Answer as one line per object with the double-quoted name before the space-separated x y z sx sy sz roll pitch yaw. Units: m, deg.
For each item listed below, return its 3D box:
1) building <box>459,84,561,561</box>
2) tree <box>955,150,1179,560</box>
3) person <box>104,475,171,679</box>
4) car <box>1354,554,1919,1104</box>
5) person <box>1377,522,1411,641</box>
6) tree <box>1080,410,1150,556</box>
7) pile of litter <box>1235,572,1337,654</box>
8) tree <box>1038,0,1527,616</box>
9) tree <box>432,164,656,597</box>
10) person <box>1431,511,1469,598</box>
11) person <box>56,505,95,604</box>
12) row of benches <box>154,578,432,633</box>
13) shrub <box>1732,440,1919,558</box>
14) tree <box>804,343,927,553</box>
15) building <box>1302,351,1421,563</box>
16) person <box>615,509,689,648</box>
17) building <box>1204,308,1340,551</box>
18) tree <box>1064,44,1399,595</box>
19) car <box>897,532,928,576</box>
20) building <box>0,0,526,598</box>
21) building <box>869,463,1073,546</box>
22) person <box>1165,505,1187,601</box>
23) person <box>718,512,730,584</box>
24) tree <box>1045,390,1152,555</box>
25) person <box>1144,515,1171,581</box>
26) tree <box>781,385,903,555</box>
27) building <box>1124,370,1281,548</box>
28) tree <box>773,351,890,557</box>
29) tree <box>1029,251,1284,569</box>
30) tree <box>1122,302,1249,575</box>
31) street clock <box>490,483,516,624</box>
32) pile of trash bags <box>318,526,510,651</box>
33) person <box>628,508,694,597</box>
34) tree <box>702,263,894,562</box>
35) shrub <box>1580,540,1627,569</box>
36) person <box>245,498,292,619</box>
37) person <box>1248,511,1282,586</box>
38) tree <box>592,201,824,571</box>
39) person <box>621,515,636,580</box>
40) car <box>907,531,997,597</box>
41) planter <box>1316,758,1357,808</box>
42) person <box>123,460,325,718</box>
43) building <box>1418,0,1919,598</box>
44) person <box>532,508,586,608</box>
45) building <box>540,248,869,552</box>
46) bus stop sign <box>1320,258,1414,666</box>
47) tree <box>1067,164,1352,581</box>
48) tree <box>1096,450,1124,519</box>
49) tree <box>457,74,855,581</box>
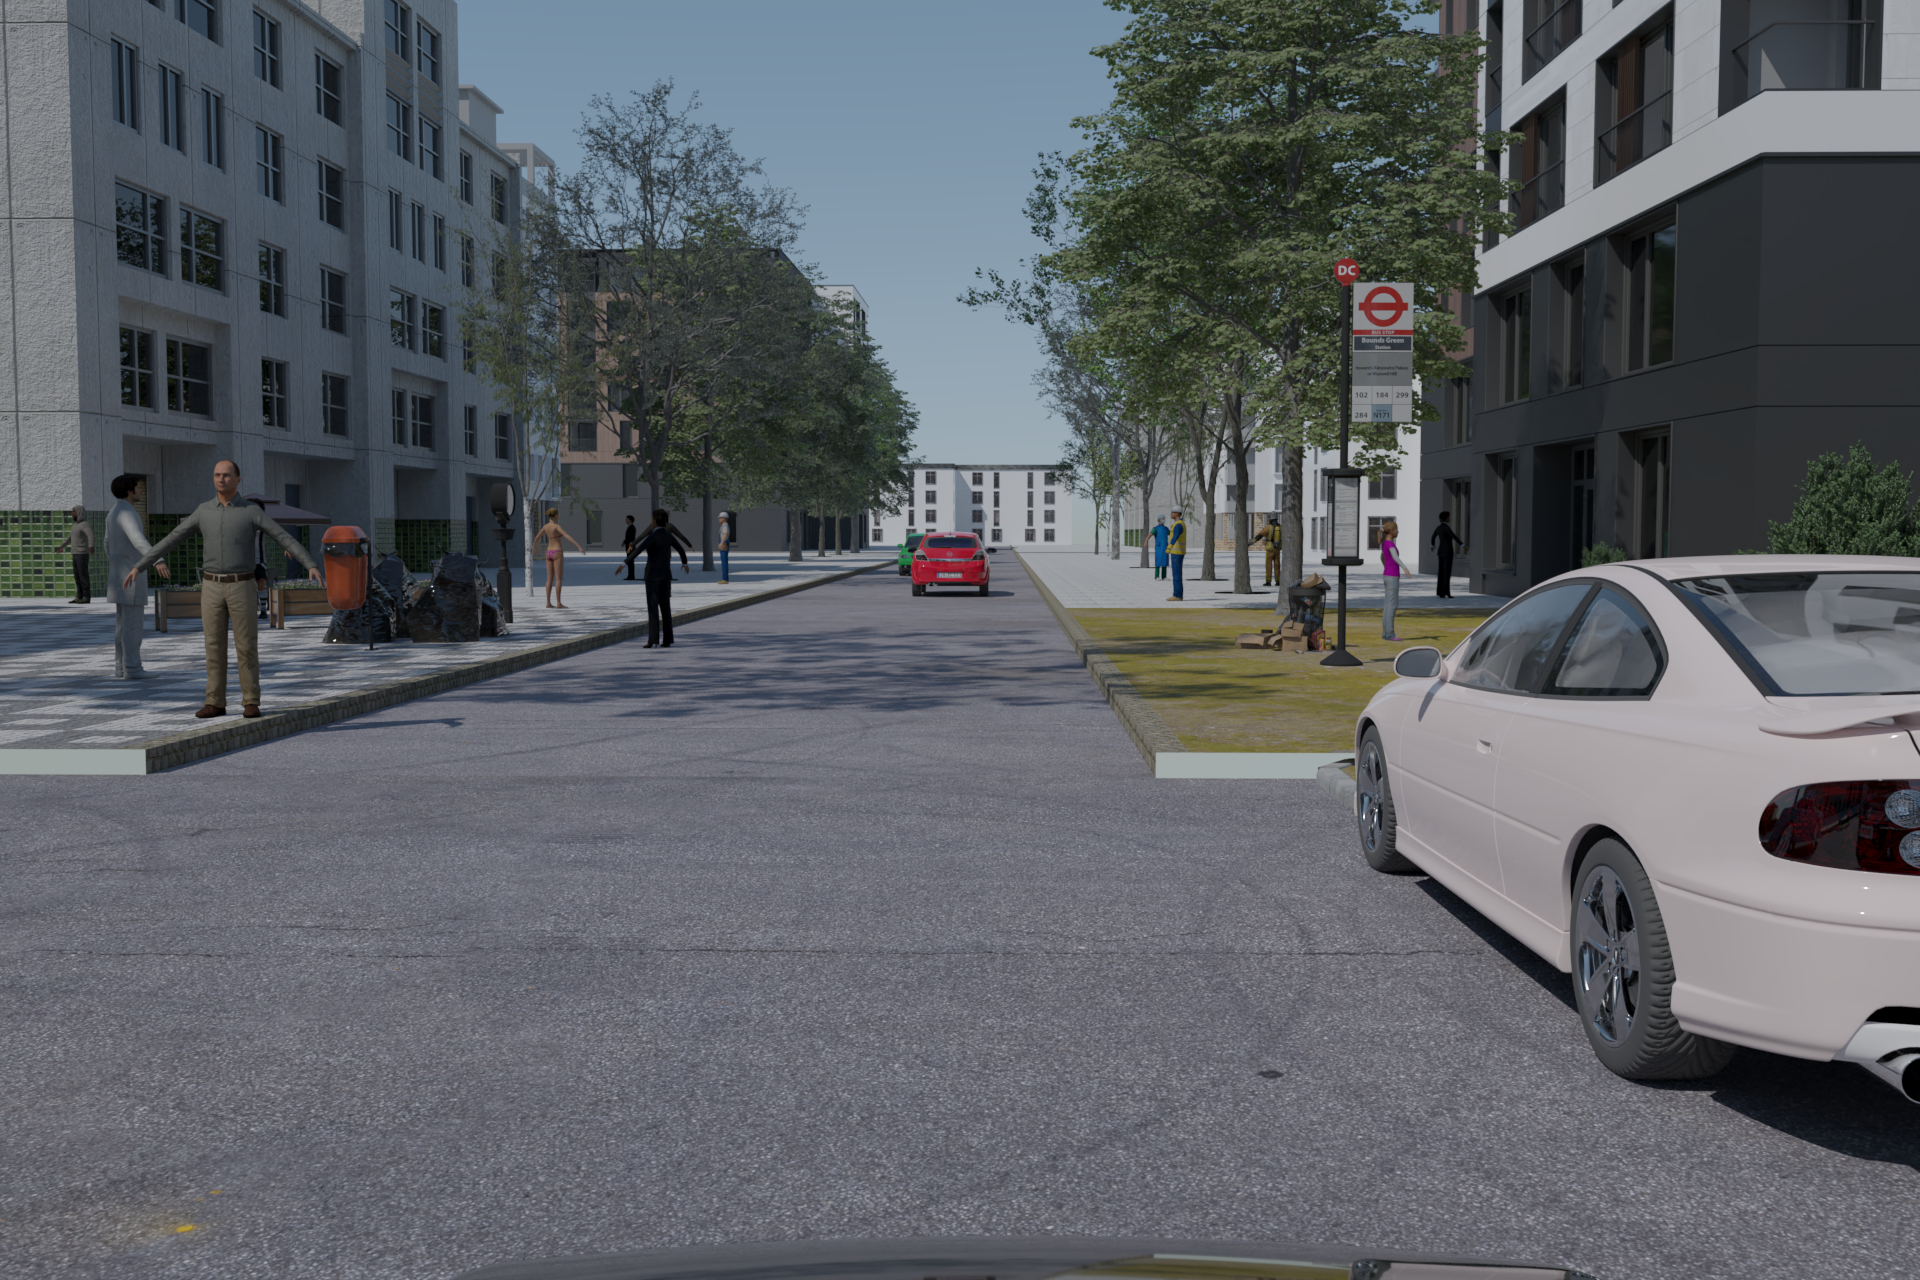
"building" -25.435 -13.338 74.494 16.016 20.090 11.380 0 4 1
"tree" 6.620 -14.121 86.767 12.611 20.169 13.585 0 3 0
"person" -7.370 -0.565 15.419 0.705 1.806 1.347 -3 5 -42
"car" 2.651 0.394 5.917 2.083 1.381 4.827 0 4 1
"person" 5.238 -0.706 20.809 0.599 1.433 0.991 0 4 -1
"tree" 8.672 -9.098 99.122 4.737 8.622 4.395 0 3 0
"pile of litter" 3.671 -0.329 19.342 1.176 0.858 1.719 0 4 1
"tree" 5.138 -6.686 27.439 7.486 12.596 7.792 0 3 0
"tree" -8.972 -5.191 35.234 4.360 8.622 3.978 0 3 0
"person" 9.763 -1.707 34.626 0.721 1.740 1.216 -1 4 -18
"person" -16.192 -1.572 31.828 1.348 1.813 0.705 3 4 39
"row of benches" -8.780 -0.509 23.785 4.104 0.672 1.422 -2 4 -31
"shrub" 7.464 -0.642 14.546 1.661 2.075 1.752 0 3 0
"tree" -7.084 -12.723 114.683 9.857 13.997 8.962 0 3 0
"building" 20.930 -8.186 75.996 9.099 9.664 28.070 0 4 2
"person" -3.850 -0.773 21.825 0.721 1.740 1.216 3 4 37
"building" 25.482 -17.575 143.765 16.016 20.090 11.380 0 4 1
"tree" 5.942 -6.797 36.880 9.928 11.665 9.643 0 3 0
"car" -1.184 -3.165 60.551 1.959 1.807 4.718 0 4 1
"building" -25.368 -11.229 50.060 16.747 18.905 31.486 0 4 2
"building" -0.621 -16.003 206.252 28.070 9.664 9.099 0 4 1
"person" 4.135 -1.667 33.219 0.705 1.833 1.349 1 4 14
"person" -6.083 -2.362 44.478 0.705 1.847 1.347 -1 4 -8
"tree" 8.793 -10.592 107.599 7.601 10.594 8.767 -2 4 -34
"person" 5.562 -2.539 47.645 1.347 1.817 0.704 -2 4 -31
"tree" -7.316 -10.974 105.175 9.928 11.665 9.643 0 3 0
"building" 25.618 -18.624 170.959 16.747 18.905 31.486 0 4 2
"tree" -7.758 -10.417 96.071 9.928 11.665 9.643 0 3 0
"tree" 7.035 -9.426 64.486 12.009 13.543 11.850 0 3 0
"tree" 6.703 -6.360 54.356 4.360 8.622 3.978 0 3 0
"street clock" -6.538 -1.239 24.822 0.358 2.002 0.471 0 4 3
"pile of trash bags" -6.659 -0.658 20.507 1.912 1.369 3.447 0 4 3
"person" -6.049 -1.766 35.104 1.346 1.802 0.704 -1 4 -15
"tree" -7.715 -10.611 80.144 9.857 13.997 8.962 0 3 0
"shrub" 8.445 -0.712 22.756 1.383 1.207 1.383 0 3 0
"person" -10.689 -1.226 26.189 1.345 1.843 0.704 1 4 9
"person" 7.701 -2.256 42.651 1.354 1.858 0.705 -1 4 -14
"tree" -8.521 -8.619 59.052 7.486 12.596 7.792 0 3 0
"person" -9.171 -2.560 48.035 0.705 1.806 1.347 -1 4 -21
"car" -0.197 -1.965 41.166 2.155 1.783 4.494 0 4 1
"planter" 3.032 0.708 9.559 1.991 0.319 1.994 0 4 2
"person" -5.122 -0.358 12.123 1.348 1.796 0.705 0 4 -6
"building" 25.027 -11.927 38.982 27.936 21.610 32.646 0 4 1
"person" -6.971 -1.419 30.004 1.217 1.733 0.721 2 4 31
"building" -22.739 -18.136 140.497 27.936 21.610 32.646 0 4 2
"bus stop sign" 3.957 -1.722 16.852 0.855 3.939 0.416 0 4 1
"tree" 6.735 -7.419 47.064 9.928 11.665 9.643 0 3 0
"tree" 19.289 -16.864 201.481 9.928 11.665 9.643 0 3 0
"tree" -8.391 -8.368 47.182 12.009 13.543 11.850 0 3 0
